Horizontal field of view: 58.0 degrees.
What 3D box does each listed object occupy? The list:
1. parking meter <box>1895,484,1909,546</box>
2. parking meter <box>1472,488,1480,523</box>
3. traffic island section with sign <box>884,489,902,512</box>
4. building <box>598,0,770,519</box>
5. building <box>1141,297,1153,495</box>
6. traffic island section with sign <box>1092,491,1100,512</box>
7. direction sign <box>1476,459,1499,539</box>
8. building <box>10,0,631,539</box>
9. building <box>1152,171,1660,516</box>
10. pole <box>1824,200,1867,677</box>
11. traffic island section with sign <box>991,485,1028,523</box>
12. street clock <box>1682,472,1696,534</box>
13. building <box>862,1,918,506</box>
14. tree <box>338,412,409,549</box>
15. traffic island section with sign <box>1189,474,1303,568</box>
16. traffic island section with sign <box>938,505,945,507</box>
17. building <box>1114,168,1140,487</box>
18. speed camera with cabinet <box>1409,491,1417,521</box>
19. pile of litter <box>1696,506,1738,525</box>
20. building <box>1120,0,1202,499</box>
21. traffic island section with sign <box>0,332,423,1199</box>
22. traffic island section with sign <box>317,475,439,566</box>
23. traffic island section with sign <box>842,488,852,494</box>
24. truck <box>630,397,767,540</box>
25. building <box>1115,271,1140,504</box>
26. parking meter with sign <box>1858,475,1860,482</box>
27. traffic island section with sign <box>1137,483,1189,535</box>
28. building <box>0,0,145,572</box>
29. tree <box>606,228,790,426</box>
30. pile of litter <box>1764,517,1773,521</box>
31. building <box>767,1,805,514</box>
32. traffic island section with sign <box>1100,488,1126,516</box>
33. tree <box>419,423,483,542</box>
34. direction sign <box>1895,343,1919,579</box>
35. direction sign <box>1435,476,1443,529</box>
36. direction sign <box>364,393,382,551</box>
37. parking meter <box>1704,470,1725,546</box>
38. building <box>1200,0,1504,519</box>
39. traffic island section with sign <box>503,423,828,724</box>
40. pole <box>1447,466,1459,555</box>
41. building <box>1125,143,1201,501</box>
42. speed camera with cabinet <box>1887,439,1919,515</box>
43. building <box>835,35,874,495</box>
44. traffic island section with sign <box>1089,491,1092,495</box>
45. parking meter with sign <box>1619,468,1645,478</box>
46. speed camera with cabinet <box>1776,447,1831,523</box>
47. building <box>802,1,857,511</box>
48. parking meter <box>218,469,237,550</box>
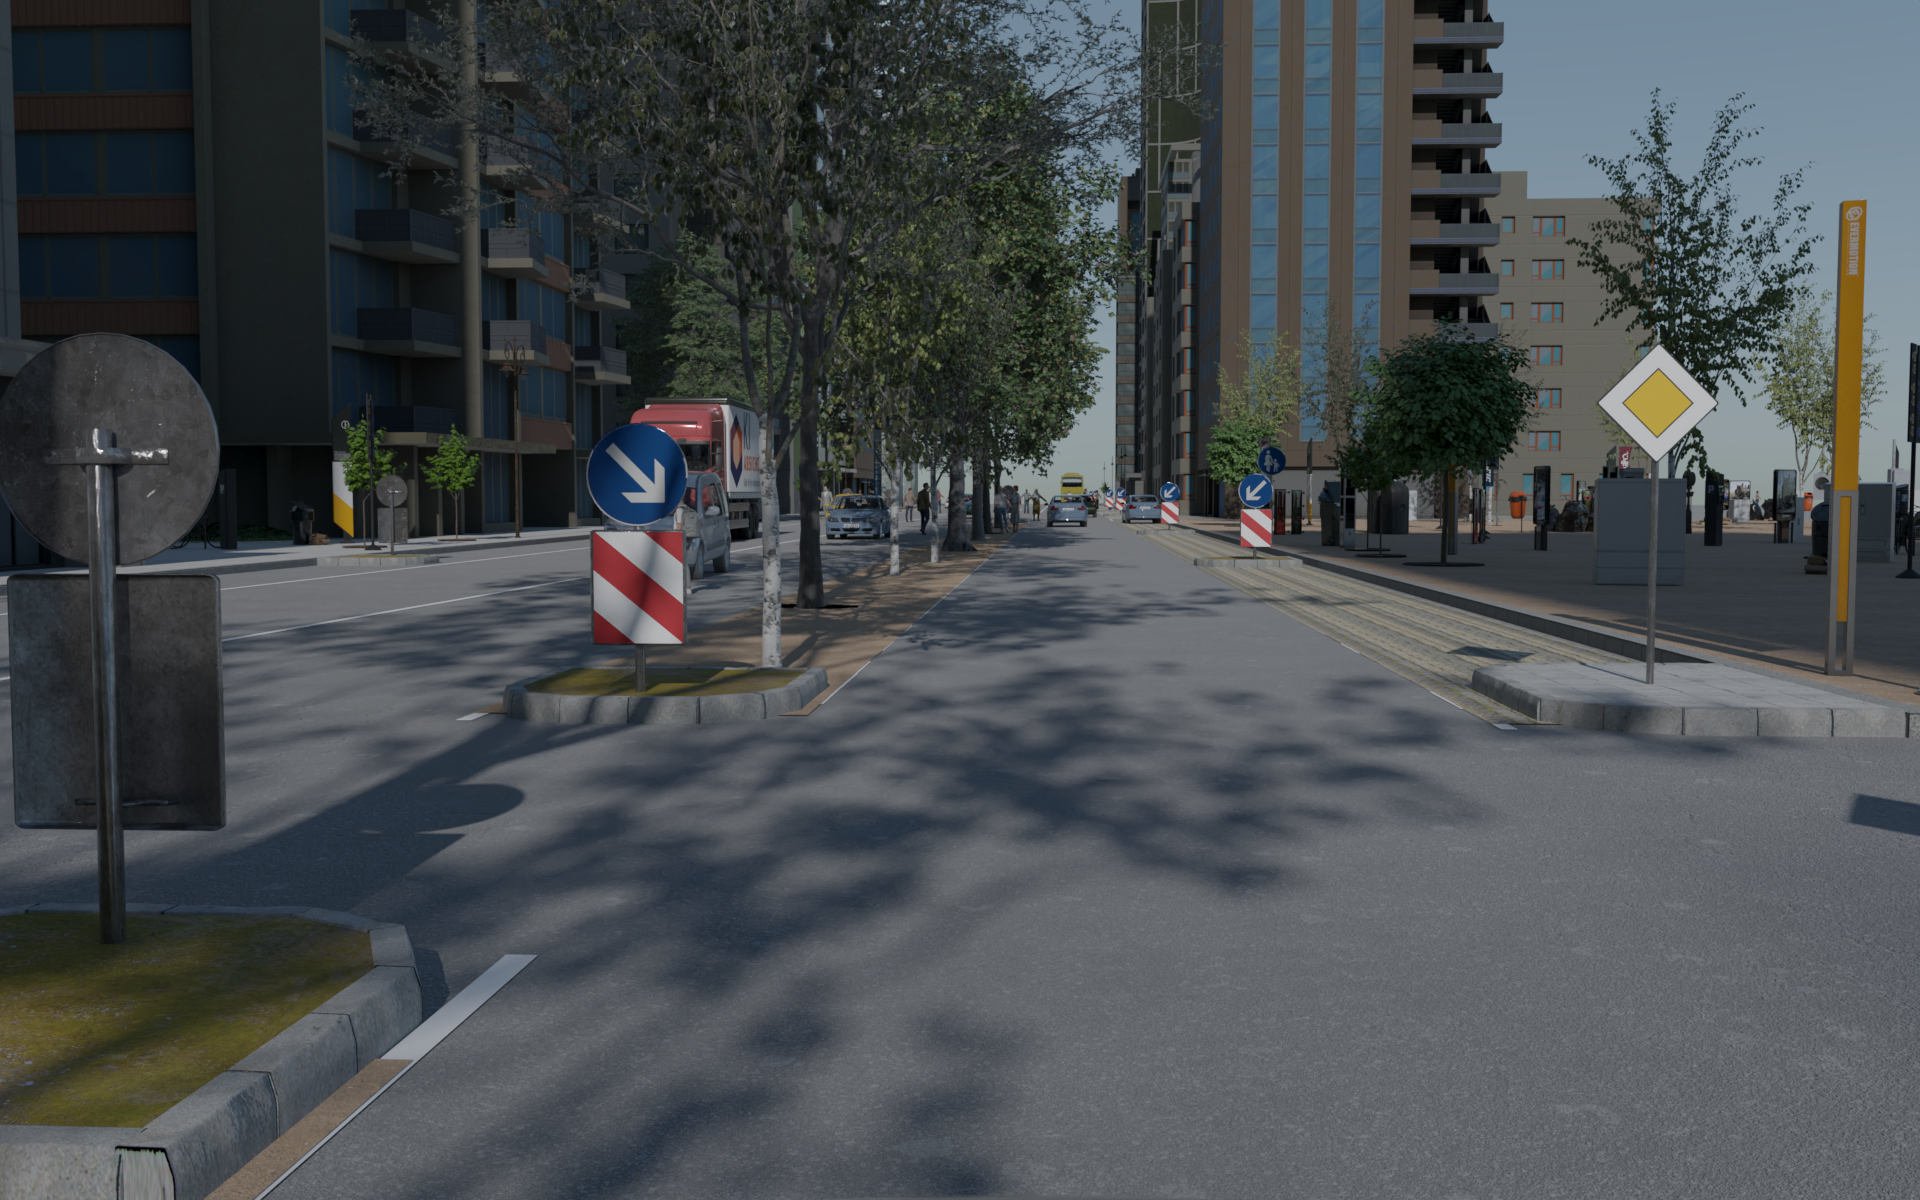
[{"bbox_3d":[23.327,-2.116,43.007,0.372,1.533,0.369,0,3,0],"label":"parking meter"},{"bbox_3d":[22.812,-4.163,76.478,0.372,1.533,0.369,0,3,0],"label":"parking meter"},{"bbox_3d":[-5.738,-8.008,139.553,1.989,1.847,2.006,0,4,3],"label":"traffic island section with sign"},{"bbox_3d":[-18.520,-19.784,95.173,14.160,30.474,14.107,0,4,3],"label":"building"},{"bbox_3d":[29.867,-18.401,145.897,27.650,21.520,28.899,0,4,3],"label":"building"},{"bbox_3d":[11.812,-7.944,138.514,1.989,1.847,2.006,0,4,3],"label":"traffic island section with sign"},{"bbox_3d":[15.023,-3.523,49.598,0.379,3.537,0.876,-2,4,-29],"label":"direction sign"},{"bbox_3d":[-24.734,-24.926,62.159,22.147,44.769,28.867,0,4,3],"label":"building"},{"bbox_3d":[27.774,-16.595,116.360,27.650,21.520,28.899,0,4,3],"label":"building"},{"bbox_3d":[6.221,-1.121,12.164,0.158,3.312,0.155,0,3,0],"label":"pole"},{"bbox_3d":[2.377,-4.809,86.766,2.006,1.907,1.989,0,4,3],"label":"traffic island section with sign"},{"bbox_3d":[23.508,-3.139,55.891,0.358,2.002,0.471,0,4,-5],"label":"street clock"},{"bbox_3d":[-16.037,-55.359,217.783,22.319,86.520,31.000,0,4,3],"label":"building"},{"bbox_3d":[-14.216,-2.842,41.071,1.663,3.219,1.824,0,3,0],"label":"tree"},{"bbox_3d":[5.692,-1.580,34.466,1.989,1.847,2.006,0,4,3],"label":"traffic island section with sign"},{"bbox_3d":[-2.492,-11.364,194.428,1.989,1.847,2.006,0,4,3],"label":"traffic island section with sign"},{"bbox_3d":[28.620,-35.914,237.300,14.600,45.320,14.200,0,4,3],"label":"building"},{"bbox_3d":[20.841,-5.394,82.529,0.660,3.252,2.038,-2,4,-32],"label":"speed camera with cabinet"},{"bbox_3d":[31.599,-3.556,72.098,1.719,0.858,1.176,3,5,40],"label":"pile of litter"},{"bbox_3d":[29.738,-46.863,204.461,20.563,71.187,20.611,0,4,3],"label":"building"},{"bbox_3d":[-2.472,0.231,4.362,2.006,1.907,1.989,0,4,3],"label":"traffic island section with sign"},{"bbox_3d":[-11.841,-1.647,35.551,1.989,1.847,2.006,0,4,3],"label":"traffic island section with sign"},{"bbox_3d":[-7.312,-6.358,112.584,1.989,1.847,2.006,0,4,3],"label":"traffic island section with sign"},{"bbox_3d":[-7.818,-3.884,52.424,2.839,4.237,11.283,0,4,2],"label":"truck"},{"bbox_3d":[27.038,-27.616,223.218,14.160,30.474,14.107,0,4,3],"label":"building"},{"bbox_3d":[32.225,-4.058,62.606,0.543,3.016,1.738,3,5,43],"label":"parking meter with sign"},{"bbox_3d":[7.284,-3.229,61.419,1.989,1.847,2.006,0,4,3],"label":"traffic island section with sign"},{"bbox_3d":[-25.045,-35.883,24.939,20.563,71.187,20.611,0,4,3],"label":"building"},{"bbox_3d":[-12.262,-10.785,82.986,9.857,13.997,8.962,0,3,0],"label":"tree"},{"bbox_3d":[38.609,-4.124,81.388,1.176,0.858,1.719,-1,4,-9],"label":"pile of litter"},{"bbox_3d":[-17.791,-26.019,109.001,14.154,41.232,14.086,0,4,3],"label":"building"},{"bbox_3d":[10.227,-6.298,111.606,1.989,1.847,2.006,0,4,3],"label":"traffic island section with sign"},{"bbox_3d":[-13.874,-3.216,47.182,1.663,3.219,1.824,0,3,0],"label":"tree"},{"bbox_3d":[14.484,-2.099,26.316,0.379,3.537,0.876,3,4,39],"label":"direction sign"},{"bbox_3d":[17.618,-4.365,63.372,0.876,3.537,0.379,0,4,3],"label":"direction sign"},{"bbox_3d":[-13.399,-2.901,39.429,0.379,3.537,0.876,-1,4,-10],"label":"direction sign"},{"bbox_3d":[18.622,-2.265,42.748,0.255,1.863,0.399,-2,4,-30],"label":"parking meter"},{"bbox_3d":[20.644,-27.180,94.506,14.600,45.320,14.200,0,4,3],"label":"building"},{"bbox_3d":[-2.027,-0.221,11.756,2.006,1.907,1.989,0,4,3],"label":"traffic island section with sign"},{"bbox_3d":[10.391,-2.606,36.452,0.158,3.312,0.155,0,3,0],"label":"pole"},{"bbox_3d":[33.760,-29.962,181.763,32.217,40.220,23.993,0,4,3],"label":"building"},{"bbox_3d":[33.801,-4.131,61.875,0.660,3.252,2.038,1,4,8],"label":"speed camera with cabinet"},{"bbox_3d":[-15.377,-30.845,154.422,14.600,45.320,14.200,0,4,3],"label":"building"},{"bbox_3d":[15.039,-11.291,193.242,1.989,1.847,2.006,0,4,3],"label":"traffic island section with sign"},{"bbox_3d":[19.697,-3.346,50.964,1.738,3.016,0.543,0,4,0],"label":"parking meter with sign"},{"bbox_3d":[35.743,-4.831,73.324,2.038,3.252,0.660,2,4,27],"label":"speed camera with cabinet"},{"bbox_3d":[-20.793,-31.357,132.301,23.786,49.044,30.456,0,4,3],"label":"building"},{"bbox_3d":[-16.936,-2.101,40.055,0.399,1.863,0.255,3,5,42],"label":"parking meter"}]
